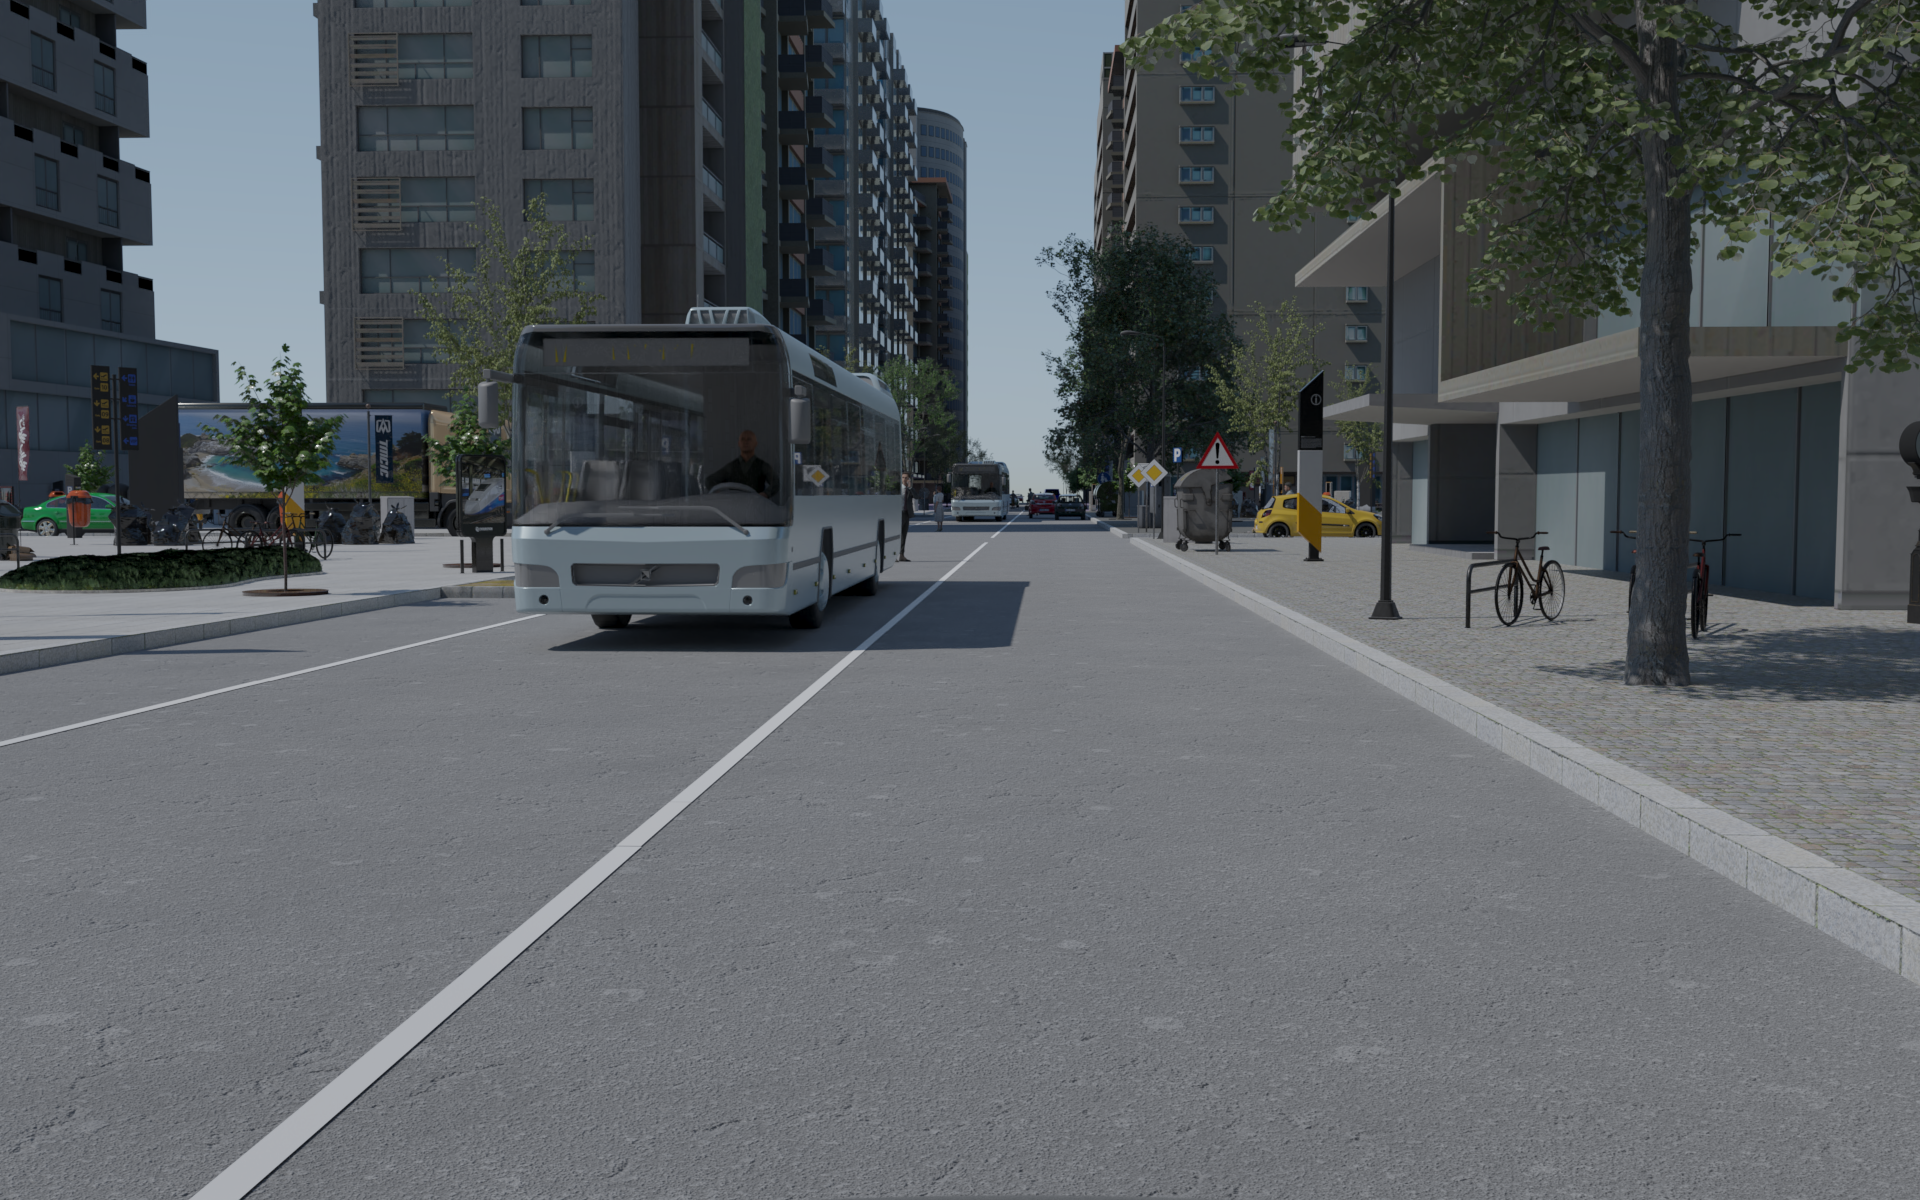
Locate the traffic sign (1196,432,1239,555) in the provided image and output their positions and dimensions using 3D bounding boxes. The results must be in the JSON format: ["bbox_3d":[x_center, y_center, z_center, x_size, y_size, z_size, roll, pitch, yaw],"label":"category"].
[{"bbox_3d":[5.420,-2.232,36.491,0.884,2.594,0.081,1,4,11],"label":"traffic sign"}]

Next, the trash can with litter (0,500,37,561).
[{"bbox_3d":[-18.234,-1.346,33.393,1.055,1.170,0.624,2,4,26],"label":"trash can with litter"}]

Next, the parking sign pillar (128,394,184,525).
[{"bbox_3d":[-21.812,-3.579,46.996,1.447,3.967,1.447,0,4,-5],"label":"parking sign pillar"}]

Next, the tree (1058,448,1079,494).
[{"bbox_3d":[15.649,-18.107,246.406,4.737,8.622,4.395,0,3,0],"label":"tree"}]

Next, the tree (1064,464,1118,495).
[{"bbox_3d":[11.101,-9.408,137.535,4.285,4.588,4.351,0,3,0],"label":"tree"}]

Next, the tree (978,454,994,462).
[{"bbox_3d":[4.326,-20.868,291.557,4.737,8.622,4.395,0,3,0],"label":"tree"}]

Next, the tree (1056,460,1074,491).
[{"bbox_3d":[17.366,-20.287,282.052,4.360,8.622,3.978,0,3,0],"label":"tree"}]

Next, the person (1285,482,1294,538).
[{"bbox_3d":[10.306,-2.809,54.602,0.466,1.800,0.511,1,4,11],"label":"person"}]

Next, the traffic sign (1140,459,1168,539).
[{"bbox_3d":[5.534,-2.800,49.418,0.795,2.450,0.064,0,4,3],"label":"traffic sign"}]

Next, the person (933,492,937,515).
[{"bbox_3d":[-1.712,-6.715,120.102,0.330,1.601,0.589,2,4,25],"label":"person"}]

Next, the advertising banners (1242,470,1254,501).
[{"bbox_3d":[20.768,-8.028,127.449,2.074,3.025,0.090,0,4,-6],"label":"advertising banners"}]

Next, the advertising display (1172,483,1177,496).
[{"bbox_3d":[13.417,-6.138,105.575,0.974,1.923,0.123,-1,4,-17],"label":"advertising display"}]

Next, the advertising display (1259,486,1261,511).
[{"bbox_3d":[22.663,-7.585,129.230,0.123,1.923,0.974,-2,4,-33],"label":"advertising display"}]

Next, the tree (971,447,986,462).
[{"bbox_3d":[2.491,-18.928,259.833,4.360,8.622,3.978,0,3,0],"label":"tree"}]

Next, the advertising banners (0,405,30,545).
[{"bbox_3d":[-19.197,-2.366,34.867,2.074,3.025,0.090,3,4,37],"label":"advertising banners"}]

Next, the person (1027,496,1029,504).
[{"bbox_3d":[9.656,-14.343,244.473,0.415,1.643,0.593,0,4,4],"label":"person"}]

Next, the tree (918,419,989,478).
[{"bbox_3d":[-0.583,-16.489,204.011,8.767,10.594,7.601,0,4,-8],"label":"tree"}]

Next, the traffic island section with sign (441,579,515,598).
[{"bbox_3d":[-6.135,-0.987,24.767,1.989,1.847,2.006,0,4,3],"label":"traffic island section with sign"}]

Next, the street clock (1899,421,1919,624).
[{"bbox_3d":[9.532,-0.767,17.103,0.471,2.002,0.358,-1,4,-11],"label":"street clock"}]

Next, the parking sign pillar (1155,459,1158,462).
[{"bbox_3d":[15.086,-8.695,130.633,1.447,3.967,1.447,3,4,39],"label":"parking sign pillar"}]

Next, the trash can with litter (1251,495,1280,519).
[{"bbox_3d":[15.870,-4.709,88.043,2.233,1.210,1.678,1,4,13],"label":"trash can with litter"}]

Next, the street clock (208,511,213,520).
[{"bbox_3d":[-37.337,-4.988,86.126,0.358,2.002,0.471,2,4,32],"label":"street clock"}]

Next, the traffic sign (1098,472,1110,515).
[{"bbox_3d":[8.334,-6.120,100.164,0.768,2.556,0.104,0,4,8],"label":"traffic sign"}]

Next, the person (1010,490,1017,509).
[{"bbox_3d":[5.167,-9.850,169.556,1.348,1.824,0.705,-3,5,-43],"label":"person"}]

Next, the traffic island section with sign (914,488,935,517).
[{"bbox_3d":[-2.167,-6.027,107.162,1.989,1.847,2.006,0,4,3],"label":"traffic island section with sign"}]

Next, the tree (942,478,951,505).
[{"bbox_3d":[-1.322,-11.353,180.220,1.663,3.219,1.824,0,3,0],"label":"tree"}]

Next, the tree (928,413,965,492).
[{"bbox_3d":[-1.961,-12.359,152.428,4.360,8.622,3.978,0,3,0],"label":"tree"}]

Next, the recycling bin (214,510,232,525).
[{"bbox_3d":[-30.528,-3.640,72.063,0.722,1.027,0.722,1,4,17],"label":"recycling bin"}]

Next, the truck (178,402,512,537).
[{"bbox_3d":[-18.629,-3.995,54.225,11.283,4.237,2.839,0,4,1],"label":"truck"}]

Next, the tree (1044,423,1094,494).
[{"bbox_3d":[13.987,-17.206,215.733,8.767,10.594,7.601,2,4,29],"label":"tree"}]

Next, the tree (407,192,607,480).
[{"bbox_3d":[-10.711,-5.582,41.624,4.737,8.622,4.395,0,3,0],"label":"tree"}]

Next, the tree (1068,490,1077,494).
[{"bbox_3d":[16.971,-16.048,256.992,1.663,3.219,1.824,0,3,0],"label":"tree"}]

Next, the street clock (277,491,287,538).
[{"bbox_3d":[-19.730,-2.811,50.537,0.358,2.002,0.471,1,4,10],"label":"street clock"}]

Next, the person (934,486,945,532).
[{"bbox_3d":[-0.856,-3.505,66.380,0.524,1.755,0.480,2,4,35],"label":"person"}]

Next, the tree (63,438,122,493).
[{"bbox_3d":[-30.332,-4.009,60.155,1.663,3.219,1.824,0,3,0],"label":"tree"}]

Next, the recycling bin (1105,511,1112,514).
[{"bbox_3d":[9.348,-5.991,110.509,0.722,1.027,0.722,0,4,0],"label":"recycling bin"}]

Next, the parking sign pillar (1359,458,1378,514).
[{"bbox_3d":[26.627,-7.635,113.301,1.447,3.967,1.447,-2,4,-24],"label":"parking sign pillar"}]

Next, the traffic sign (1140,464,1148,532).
[{"bbox_3d":[6.260,-3.423,58.089,0.606,2.300,0.079,1,4,9],"label":"traffic sign"}]

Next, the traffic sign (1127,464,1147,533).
[{"bbox_3d":[5.918,-3.288,57.394,0.795,2.450,0.064,0,4,3],"label":"traffic sign"}]

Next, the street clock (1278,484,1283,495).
[{"bbox_3d":[22.462,-7.147,121.431,0.358,2.002,0.471,0,4,3],"label":"street clock"}]

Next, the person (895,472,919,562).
[{"bbox_3d":[-1.191,-1.758,36.608,0.648,1.900,0.474,-2,4,-32],"label":"person"}]

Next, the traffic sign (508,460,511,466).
[{"bbox_3d":[-8.082,-1.982,32.407,0.884,2.594,0.081,1,4,9],"label":"traffic sign"}]

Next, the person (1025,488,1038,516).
[{"bbox_3d":[4.680,-6.418,113.399,0.822,1.834,0.622,3,4,38],"label":"person"}]
